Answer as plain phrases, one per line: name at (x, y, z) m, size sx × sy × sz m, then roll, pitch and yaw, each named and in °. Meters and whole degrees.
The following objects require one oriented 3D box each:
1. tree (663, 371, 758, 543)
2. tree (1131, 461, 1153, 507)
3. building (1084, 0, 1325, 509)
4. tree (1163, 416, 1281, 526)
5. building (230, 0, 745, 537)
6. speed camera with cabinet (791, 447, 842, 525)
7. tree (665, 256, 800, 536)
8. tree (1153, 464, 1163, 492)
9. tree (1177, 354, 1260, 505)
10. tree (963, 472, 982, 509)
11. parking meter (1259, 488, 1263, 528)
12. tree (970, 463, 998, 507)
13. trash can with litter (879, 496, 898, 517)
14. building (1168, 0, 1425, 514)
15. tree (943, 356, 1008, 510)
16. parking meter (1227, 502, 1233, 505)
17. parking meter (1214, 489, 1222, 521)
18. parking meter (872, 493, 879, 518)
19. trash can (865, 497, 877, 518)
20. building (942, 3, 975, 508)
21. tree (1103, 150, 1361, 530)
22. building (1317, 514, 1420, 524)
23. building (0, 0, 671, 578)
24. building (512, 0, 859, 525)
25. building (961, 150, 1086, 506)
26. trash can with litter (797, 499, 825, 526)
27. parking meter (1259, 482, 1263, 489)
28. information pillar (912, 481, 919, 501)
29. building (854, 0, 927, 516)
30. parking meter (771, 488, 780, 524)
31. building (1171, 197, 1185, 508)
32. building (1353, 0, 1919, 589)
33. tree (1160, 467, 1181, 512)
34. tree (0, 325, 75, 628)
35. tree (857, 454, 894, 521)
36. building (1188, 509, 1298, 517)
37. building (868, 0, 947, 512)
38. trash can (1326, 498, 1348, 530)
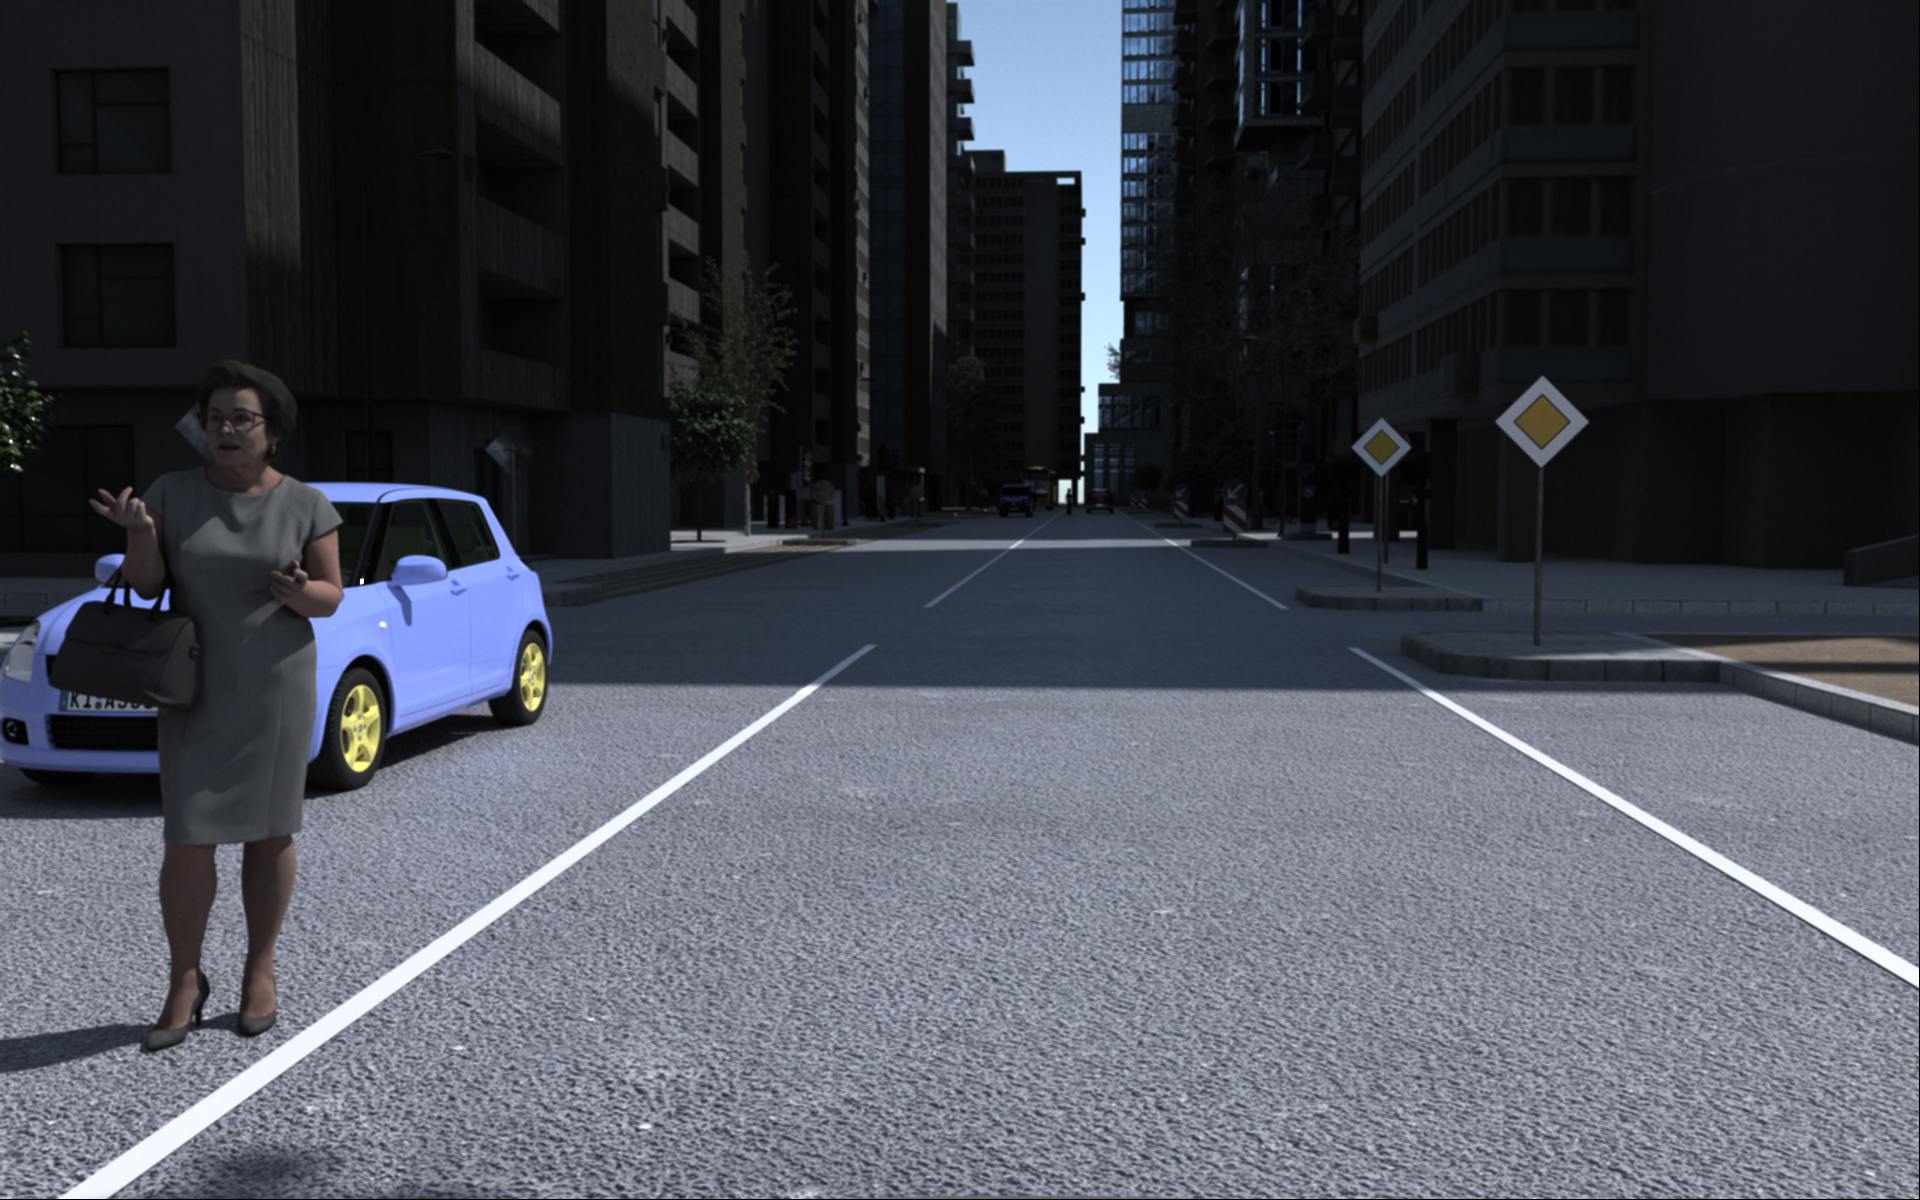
tree at (-7.074, -3.828, 46.300) m, size 4.285 × 4.588 × 4.351 m, roll 0°, pitch 3°, yaw 0°
tree at (18.588, -11.455, 171.006) m, size 4.285 × 4.588 × 4.351 m, roll 0°, pitch 3°, yaw 0°
building at (29.356, -53.664, 190.076) m, size 31.000 × 86.520 × 22.319 m, roll 0°, pitch 4°, yaw 4°
tree at (11.505, -5.343, 71.078) m, size 4.285 × 4.588 × 4.351 m, roll 0°, pitch 3°, yaw 0°
building at (-16.033, -17.805, 62.812) m, size 14.160 × 30.474 × 14.107 m, roll 0°, pitch 4°, yaw 4°
speed camera with cabinet at (-6.028, -4.791, 72.669) m, size 2.038 × 3.252 × 0.660 m, roll -1°, pitch 4°, yaw -21°
tree at (-6.704, -6.259, 52.704) m, size 4.737 × 8.622 × 4.395 m, roll 0°, pitch 3°, yaw 0°
tree at (12.955, -6.759, 94.230) m, size 4.285 × 4.588 × 4.351 m, roll 0°, pitch 3°, yaw 0°
tree at (13.093, -8.315, 86.316) m, size 4.360 × 8.622 × 3.978 m, roll 0°, pitch 3°, yaw 0°
tree at (0.931, -9.435, 148.860) m, size 1.663 × 3.219 × 1.824 m, roll 0°, pitch 3°, yaw 0°
parking meter at (11.173, -3.457, 64.926) m, size 0.372 × 1.533 × 0.369 m, roll 0°, pitch 3°, yaw 0°
tree at (2.281, -11.763, 176.042) m, size 4.285 × 4.588 × 4.351 m, roll 0°, pitch 3°, yaw 0°
trash can with litter at (-4.005, -5.154, 95.659) m, size 1.055 × 1.170 × 0.624 m, roll -2°, pitch 4°, yaw -26°
building at (28.639, -29.836, 142.440) m, size 22.147 × 44.769 × 28.867 m, roll 0°, pitch 4°, yaw 4°
tree at (0.289, -13.736, 142.711) m, size 7.486 × 12.596 × 7.792 m, roll 0°, pitch 3°, yaw 0°
parking meter at (10.220, -3.473, 65.200) m, size 0.372 × 1.533 × 0.369 m, roll 0°, pitch 3°, yaw 0°
parking meter at (12.098, -4.448, 81.129) m, size 0.372 × 1.533 × 0.369 m, roll 0°, pitch 3°, yaw 0°
parking meter at (-4.613, -5.425, 94.415) m, size 0.255 × 1.863 × 0.399 m, roll 1°, pitch 4°, yaw 16°
trash can at (-4.687, -4.873, 91.326) m, size 0.748 × 1.137 × 0.748 m, roll 0°, pitch 3°, yaw 0°
building at (-14.146, -33.165, 161.849) m, size 30.456 × 49.044 × 23.786 m, roll 0°, pitch 4°, yaw 4°
tree at (10.584, -9.247, 61.557) m, size 12.009 × 13.543 × 11.850 m, roll 0°, pitch 3°, yaw 0°
building at (27.717, -26.094, 81.263) m, size 22.147 × 44.769 × 28.867 m, roll 0°, pitch 4°, yaw 4°
building at (-14.002, -15.899, 31.654) m, size 14.160 × 30.474 × 14.107 m, roll 0°, pitch 4°, yaw 4°
building at (-13.028, -19.291, 87.116) m, size 14.160 × 30.474 × 14.107 m, roll 0°, pitch 4°, yaw 4°
building at (2.296, -30.979, 198.385) m, size 23.993 × 40.220 × 32.217 m, roll 0°, pitch 4°, yaw 4°
trash can with litter at (-5.936, -3.535, 69.181) m, size 1.055 × 1.170 × 0.624 m, roll -3°, pitch 4°, yaw -38°
parking meter at (14.138, -4.642, 81.605) m, size 0.255 × 1.863 × 0.399 m, roll 0°, pitch 4°, yaw 2°
information pillar at (-2.412, -5.532, 94.939) m, size 0.304 × 2.012 × 0.304 m, roll -2°, pitch 4°, yaw -23°
building at (-18.815, -25.652, 111.293) m, size 32.217 × 40.220 × 23.993 m, roll 0°, pitch 4°, yaw 4°
parking meter at (-7.937, -4.033, 74.344) m, size 0.372 × 1.533 × 0.369 m, roll 0°, pitch 3°, yaw 0°
building at (27.091, -24.024, 164.497) m, size 14.160 × 30.474 × 14.107 m, roll 0°, pitch 4°, yaw 4°
building at (21.814, -21.060, 36.211) m, size 23.993 × 40.220 × 32.217 m, roll 0°, pitch 4°, yaw 4°
tree at (15.050, -7.850, 122.949) m, size 1.663 × 3.219 × 1.824 m, roll 0°, pitch 3°, yaw 0°
tree at (-9.698, -1.362, 16.872) m, size 1.663 × 3.219 × 1.824 m, roll 0°, pitch 3°, yaw 0°
tree at (-4.227, -5.419, 83.199) m, size 1.663 × 3.219 × 1.824 m, roll 0°, pitch 3°, yaw 0°
building at (26.497, -48.800, 110.549) m, size 22.319 × 86.520 × 31.000 m, roll 0°, pitch 4°, yaw 4°
building at (-8.468, -29.320, 129.485) m, size 14.600 × 45.320 × 14.200 m, roll 0°, pitch 4°, yaw 4°
trash can at (13.350, -3.040, 61.365) m, size 0.748 × 1.137 × 0.748 m, roll 0°, pitch 3°, yaw 0°
